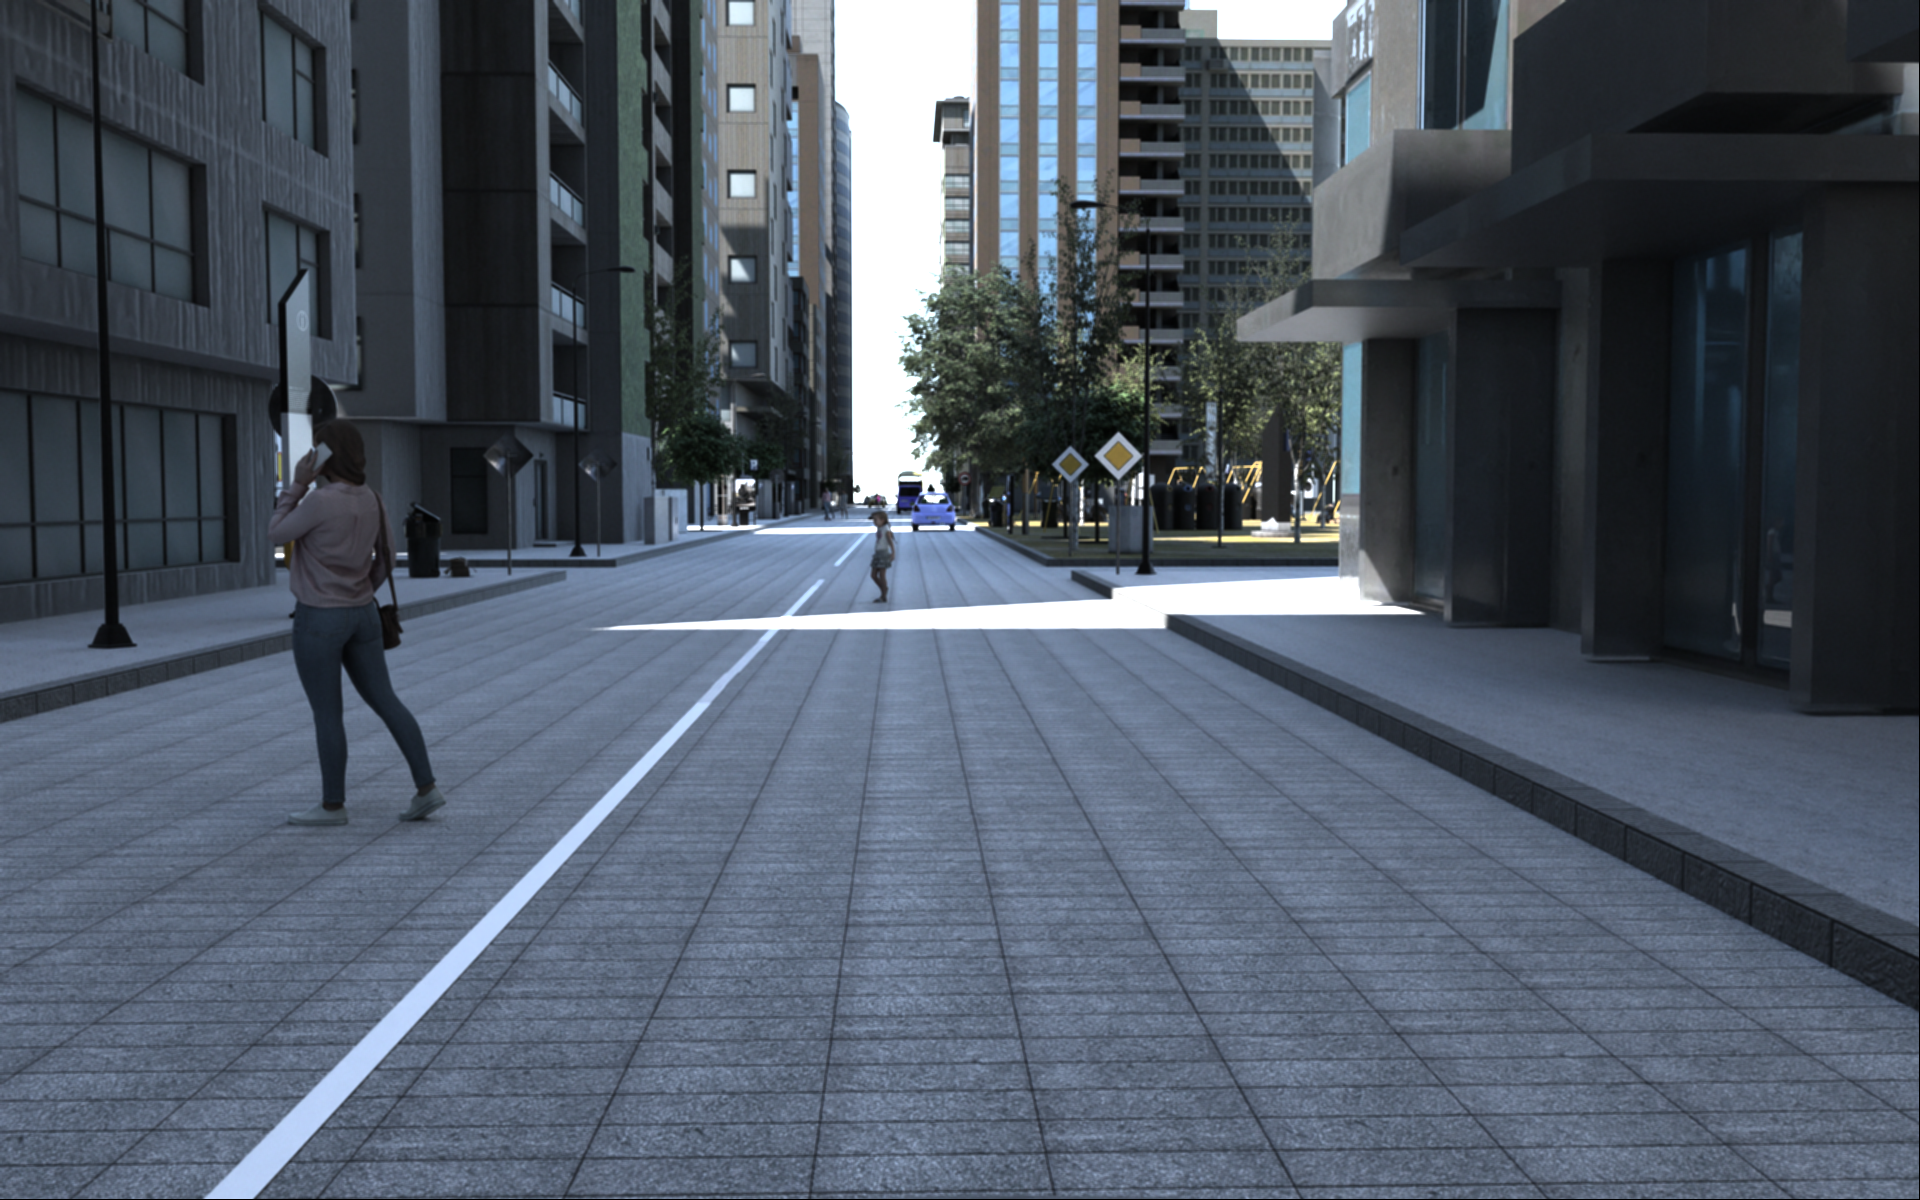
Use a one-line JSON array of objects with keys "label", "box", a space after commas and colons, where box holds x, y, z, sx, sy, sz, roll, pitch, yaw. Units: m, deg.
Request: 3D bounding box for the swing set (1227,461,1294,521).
[{"label": "swing set", "box": [14.472, -5.260, 83.620, 2.862, 2.851, 3.119, 0, 4, 3]}]

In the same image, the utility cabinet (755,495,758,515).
[{"label": "utility cabinet", "box": [-13.050, -5.902, 107.656, 1.020, 1.237, 0.306, -2, 4, -31]}]

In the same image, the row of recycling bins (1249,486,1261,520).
[{"label": "row of recycling bins", "box": [13.640, -4.827, 86.042, 3.534, 1.692, 1.069, -1, 4, -9]}]

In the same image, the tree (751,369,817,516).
[{"label": "tree", "box": [-10.419, -9.250, 101.593, 4.360, 8.622, 3.978, 0, 3, 0]}]

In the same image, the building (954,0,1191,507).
[{"label": "building", "box": [10.978, -52.371, 168.931, 22.319, 86.520, 31.000, 0, 4, -2]}]

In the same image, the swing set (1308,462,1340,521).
[{"label": "swing set", "box": [17.993, -5.067, 80.458, 2.862, 2.851, 3.119, -1, 4, -9]}]

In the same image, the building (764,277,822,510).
[{"label": "building", "box": [-26.739, -18.767, 151.881, 27.650, 21.520, 28.899, 0, 4, -2]}]

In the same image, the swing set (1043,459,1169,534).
[{"label": "swing set", "box": [4.738, -3.635, 57.051, 3.119, 2.851, 2.862, -1, 4, -21]}]

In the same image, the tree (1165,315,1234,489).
[{"label": "tree", "box": [11.093, -7.469, 72.478, 4.737, 8.622, 4.395, 0, 3, 0]}]

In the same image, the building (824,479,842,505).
[{"label": "building", "box": [-30.466, -31.443, 205.968, 32.217, 40.220, 23.993, 0, 4, -2]}]

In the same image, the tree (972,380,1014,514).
[{"label": "tree", "box": [3.800, -9.427, 104.495, 4.737, 8.622, 4.395, 0, 3, 0]}]

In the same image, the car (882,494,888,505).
[{"label": "car", "box": [-10.136, -12.905, 219.798, 1.959, 1.807, 4.718, 0, 4, -1]}]

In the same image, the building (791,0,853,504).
[{"label": "building", "box": [-24.448, -48.303, 228.003, 20.563, 71.187, 20.611, 0, 4, -2]}]

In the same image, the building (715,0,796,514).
[{"label": "building", "box": [-26.000, -32.633, 122.793, 28.713, 52.752, 27.495, 0, 4, -2]}]

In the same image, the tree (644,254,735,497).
[{"label": "tree", "box": [-9.063, -6.238, 52.354, 4.737, 8.622, 4.395, 0, 3, 0]}]

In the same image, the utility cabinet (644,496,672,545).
[{"label": "utility cabinet", "box": [-7.795, -2.036, 44.447, 0.306, 1.237, 1.020, 1, 4, 11]}]

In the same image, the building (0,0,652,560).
[{"label": "building", "box": [-15.666, -21.895, 41.580, 14.154, 41.232, 14.086, 0, 4, -2]}]

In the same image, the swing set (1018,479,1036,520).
[{"label": "swing set", "box": [4.806, -5.423, 86.285, 2.862, 2.851, 3.119, -1, 4, -22]}]

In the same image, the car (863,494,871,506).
[{"label": "car", "box": [-10.802, -12.137, 210.444, 2.014, 1.417, 4.499, 0, 4, 0]}]

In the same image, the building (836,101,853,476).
[{"label": "building", "box": [-26.546, -43.468, 252.701, 21.231, 58.520, 28.212, 0, 4, -2]}]

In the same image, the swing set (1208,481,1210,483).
[{"label": "swing set", "box": [16.188, -6.103, 97.400, 2.862, 2.851, 3.119, -2, 4, -26]}]

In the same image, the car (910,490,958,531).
[{"label": "car", "box": [-1.029, -3.587, 68.243, 1.945, 1.707, 3.694, 0, 4, 0]}]

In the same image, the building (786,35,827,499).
[{"label": "building", "box": [-20.701, -32.020, 173.635, 14.600, 45.320, 14.200, 0, 4, -2]}]

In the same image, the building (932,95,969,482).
[{"label": "building", "box": [10.938, -39.015, 227.129, 28.713, 52.752, 27.495, 0, 4, -2]}]

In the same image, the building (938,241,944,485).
[{"label": "building", "box": [7.921, -36.746, 255.419, 22.147, 44.769, 28.867, 0, 4, -2]}]

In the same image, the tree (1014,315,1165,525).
[{"label": "tree", "box": [5.206, -7.354, 70.607, 4.737, 8.622, 4.395, 0, 3, 0]}]

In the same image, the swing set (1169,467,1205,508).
[{"label": "swing set", "box": [13.493, -6.423, 102.634, 2.862, 2.851, 3.119, -2, 4, -26]}]

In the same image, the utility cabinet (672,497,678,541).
[{"label": "utility cabinet", "box": [-7.974, -2.234, 47.692, 0.306, 1.237, 1.020, 0, 4, 0]}]

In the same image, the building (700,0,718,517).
[{"label": "building", "box": [-20.667, -27.089, 93.021, 14.600, 45.320, 14.200, 0, 4, -2]}]

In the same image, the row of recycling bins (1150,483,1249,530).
[{"label": "row of recycling bins", "box": [8.454, -3.377, 62.334, 3.534, 1.692, 1.069, -1, 4, -16]}]

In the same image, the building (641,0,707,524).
[{"label": "building", "box": [-18.385, -18.332, 71.423, 14.160, 30.474, 14.107, 0, 4, -2]}]

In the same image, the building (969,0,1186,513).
[{"label": "building", "box": [7.820, -28.957, 123.559, 14.600, 45.320, 14.200, 0, 4, -2]}]

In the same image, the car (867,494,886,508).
[{"label": "car", "box": [-8.766, -10.521, 182.244, 2.015, 1.641, 3.980, 0, 4, -1]}]

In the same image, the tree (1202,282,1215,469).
[{"label": "tree", "box": [8.747, -6.595, 58.189, 4.360, 8.622, 3.978, 0, 3, 0]}]

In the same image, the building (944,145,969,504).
[{"label": "building", "box": [5.047, -31.942, 205.843, 14.154, 41.232, 14.086, 0, 4, -2]}]

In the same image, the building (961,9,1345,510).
[{"label": "building", "box": [16.391, -27.595, 143.058, 32.217, 40.220, 23.993, 0, 4, -2]}]

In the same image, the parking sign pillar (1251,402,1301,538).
[{"label": "parking sign pillar", "box": [9.363, -3.839, 51.245, 1.447, 3.967, 1.447, -1, 4, -12]}]

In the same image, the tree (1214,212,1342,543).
[{"label": "tree", "box": [8.883, -5.796, 45.128, 4.360, 8.622, 3.978, 0, 3, 0]}]

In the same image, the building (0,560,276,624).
[{"label": "building", "box": [-15.573, -20.572, 19.952, 14.086, 41.232, 14.154, 0, 4, -2]}]

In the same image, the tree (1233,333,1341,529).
[{"label": "tree", "box": [13.298, -6.973, 64.371, 4.737, 8.622, 4.395, 0, 3, 0]}]

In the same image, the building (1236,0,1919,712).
[{"label": "building", "box": [15.319, -23.920, 10.702, 23.786, 49.044, 30.456, 0, 4, -2]}]
